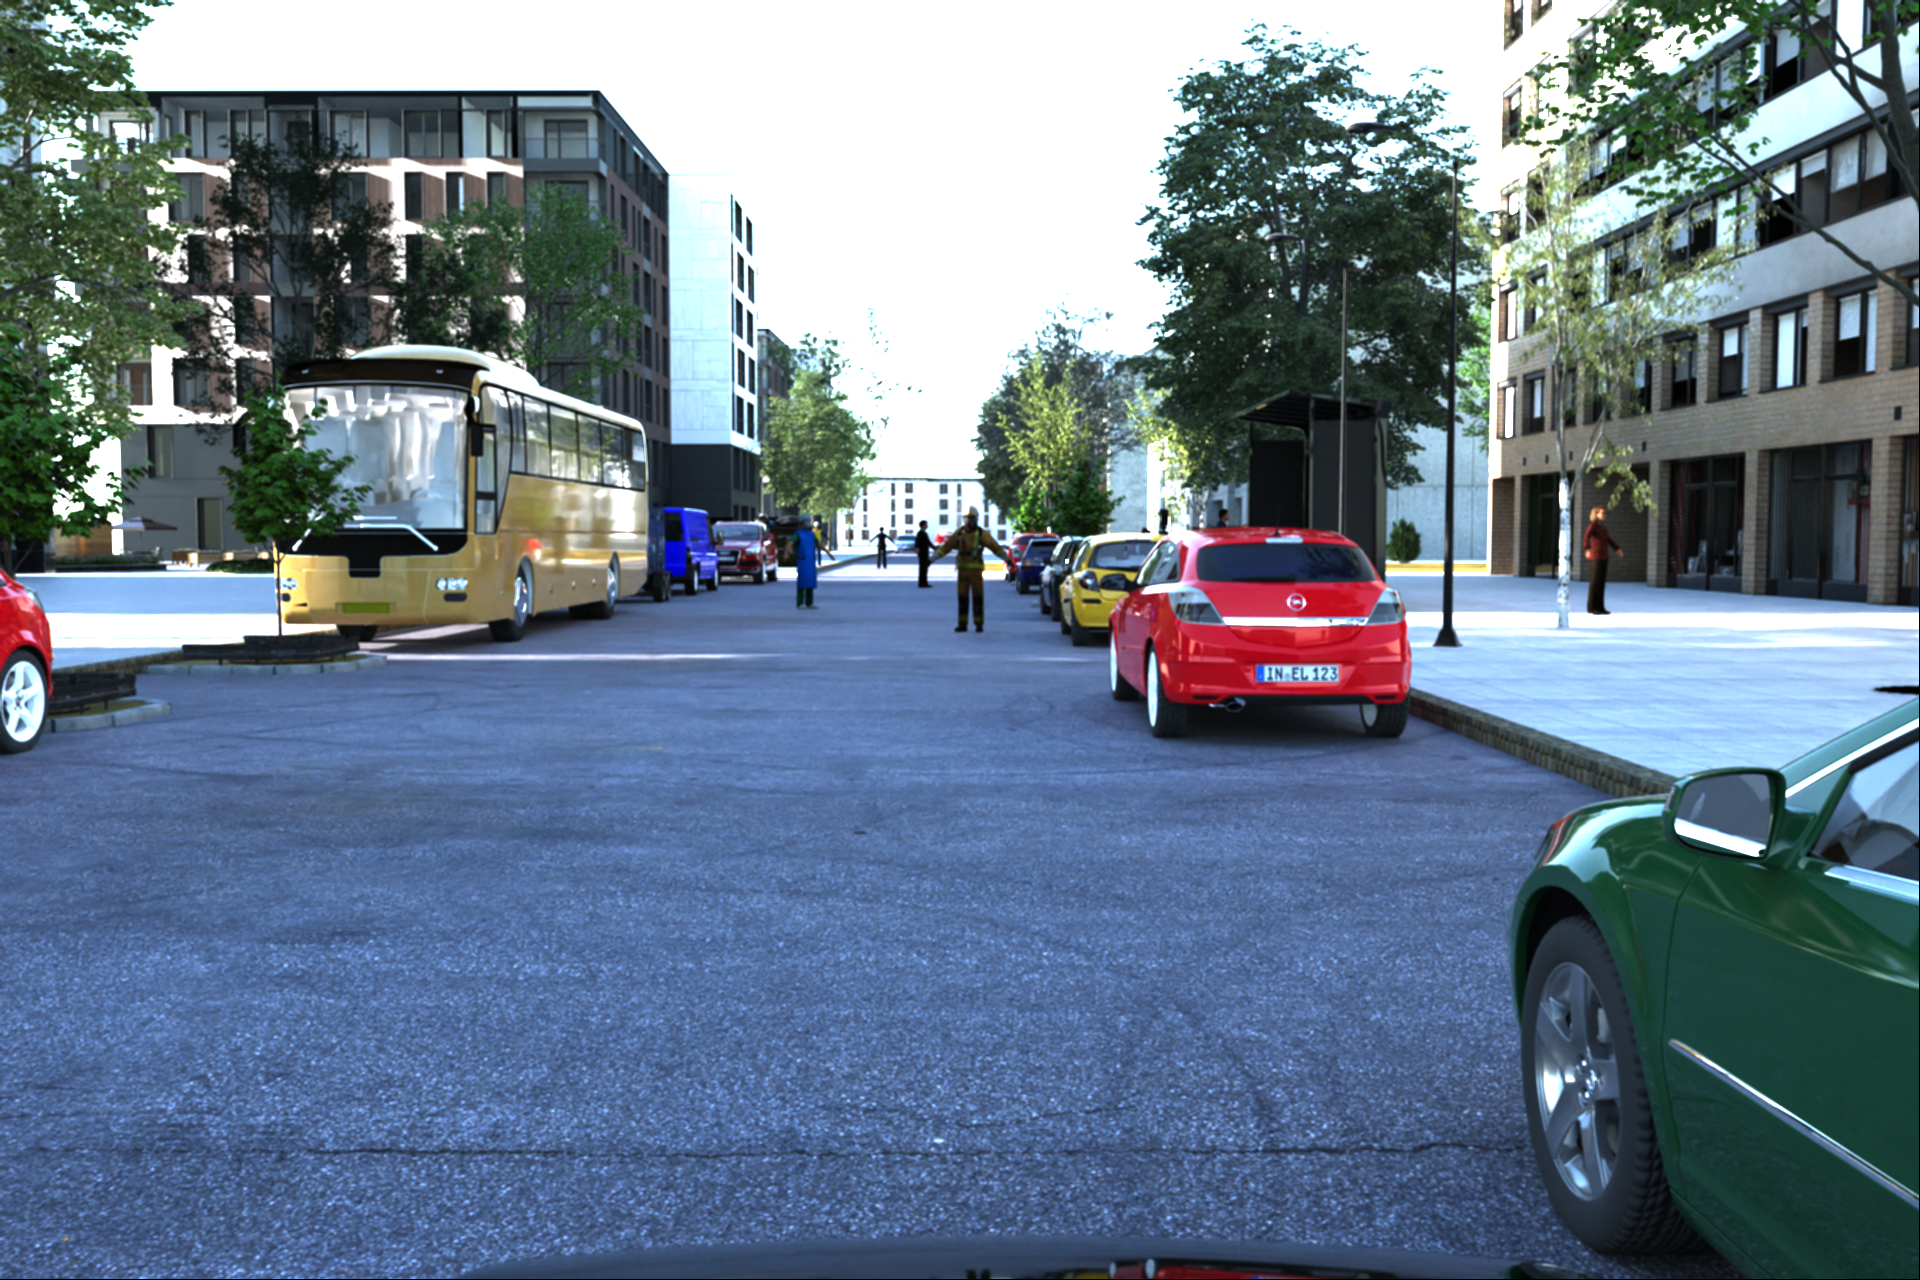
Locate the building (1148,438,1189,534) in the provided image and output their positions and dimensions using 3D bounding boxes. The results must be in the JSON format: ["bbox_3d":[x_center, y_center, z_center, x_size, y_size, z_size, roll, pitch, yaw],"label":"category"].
[{"bbox_3d":[20.894,-11.917,136.989,9.099,9.664,28.070,0,4,0],"label":"building"}]

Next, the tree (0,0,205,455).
[{"bbox_3d":[-13.473,-6.280,20.797,7.486,12.596,7.792,0,3,0],"label":"tree"}]

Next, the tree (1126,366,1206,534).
[{"bbox_3d":[8.796,-7.586,74.399,4.360,8.622,3.978,0,3,0],"label":"tree"}]

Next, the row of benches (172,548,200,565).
[{"bbox_3d":[-33.093,-3.590,74.157,1.422,0.672,4.104,-1,4,-15],"label":"row of benches"}]

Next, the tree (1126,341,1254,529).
[{"bbox_3d":[7.693,-6.454,55.882,4.737,8.622,4.395,0,3,0],"label":"tree"}]

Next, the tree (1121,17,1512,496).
[{"bbox_3d":[8.579,-8.316,42.625,9.857,13.997,8.962,0,3,0],"label":"tree"}]

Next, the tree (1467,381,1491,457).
[{"bbox_3d":[25.748,-8.495,73.303,8.767,10.594,7.601,1,4,19],"label":"tree"}]

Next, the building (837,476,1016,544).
[{"bbox_3d":[-5.120,-18.836,252.578,28.070,9.664,9.099,0,4,-6],"label":"building"}]

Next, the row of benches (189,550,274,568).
[{"bbox_3d":[-28.036,-3.177,67.402,1.422,0.672,4.104,3,4,39],"label":"row of benches"}]

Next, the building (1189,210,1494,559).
[{"bbox_3d":[24.164,-14.491,103.388,16.747,18.905,31.486,0,3,0],"label":"building"}]

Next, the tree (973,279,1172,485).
[{"bbox_3d":[5.704,-10.579,83.333,12.009,13.543,11.850,0,3,0],"label":"tree"}]

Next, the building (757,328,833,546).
[{"bbox_3d":[-29.131,-21.057,188.255,27.936,21.610,32.646,0,4,1],"label":"building"}]

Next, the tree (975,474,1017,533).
[{"bbox_3d":[4.832,-13.402,153.527,8.767,10.594,7.601,3,4,38],"label":"tree"}]

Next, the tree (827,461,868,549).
[{"bbox_3d":[-10.348,-12.296,151.403,4.737,8.622,4.395,0,3,0],"label":"tree"}]

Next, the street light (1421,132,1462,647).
[{"bbox_3d":[6.126,-2.882,19.661,1.470,5.913,1.316,0,4,0],"label":"street light"}]

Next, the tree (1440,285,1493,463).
[{"bbox_3d":[21.722,-8.472,64.269,9.928,11.665,9.643,0,3,0],"label":"tree"}]

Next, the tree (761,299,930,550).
[{"bbox_3d":[-9.277,-17.346,139.490,12.611,20.169,13.585,0,3,0],"label":"tree"}]

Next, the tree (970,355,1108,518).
[{"bbox_3d":[5.407,-12.862,116.954,9.857,13.997,8.962,0,3,0],"label":"tree"}]

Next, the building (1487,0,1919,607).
[{"bbox_3d":[26.272,-13.679,30.229,21.656,26.213,47.522,0,4,0],"label":"building"}]

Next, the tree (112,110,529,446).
[{"bbox_3d":[-13.742,-6.335,37.991,8.767,10.594,7.601,-2,4,-31],"label":"tree"}]

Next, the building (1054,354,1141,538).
[{"bbox_3d":[24.130,-22.558,212.800,27.936,21.610,32.646,0,4,0],"label":"building"}]

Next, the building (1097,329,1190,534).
[{"bbox_3d":[24.066,-21.395,180.738,19.493,23.208,18.063,0,4,0],"label":"building"}]

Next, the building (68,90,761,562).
[{"bbox_3d":[-26.993,-15.436,96.353,27.936,21.610,32.646,0,4,0],"label":"building"}]

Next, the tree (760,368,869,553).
[{"bbox_3d":[-10.182,-12.286,119.009,7.486,12.596,7.792,0,3,0],"label":"tree"}]

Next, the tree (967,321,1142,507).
[{"bbox_3d":[5.223,-11.559,99.364,12.009,13.543,11.850,0,3,0],"label":"tree"}]

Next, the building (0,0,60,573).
[{"bbox_3d":[-33.007,-15.884,39.287,16.754,29.471,25.880,0,4,-1],"label":"building"}]

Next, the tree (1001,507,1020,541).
[{"bbox_3d":[4.925,-13.036,163.503,4.737,8.622,4.395,0,3,0],"label":"tree"}]

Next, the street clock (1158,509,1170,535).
[{"bbox_3d":[5.897,-2.789,50.163,0.358,2.002,0.471,0,4,0],"label":"street clock"}]

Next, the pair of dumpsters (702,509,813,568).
[{"bbox_3d":[-7.090,-3.195,57.191,4.436,2.255,1.574,0,4,0],"label":"pair of dumpsters"}]

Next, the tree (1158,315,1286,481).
[{"bbox_3d":[11.371,-8.097,66.805,7.601,10.594,8.767,2,4,25],"label":"tree"}]

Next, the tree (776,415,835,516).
[{"bbox_3d":[-9.778,-9.614,107.554,4.360,8.622,3.978,0,3,0],"label":"tree"}]

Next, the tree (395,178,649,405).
[{"bbox_3d":[-12.759,-7.630,50.500,9.928,11.665,9.643,0,3,0],"label":"tree"}]

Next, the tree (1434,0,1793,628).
[{"bbox_3d":[8.096,-4.478,23.580,4.360,8.622,3.978,0,3,0],"label":"tree"}]

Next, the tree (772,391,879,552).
[{"bbox_3d":[-9.717,-12.333,127.392,9.928,11.665,9.643,0,3,0],"label":"tree"}]

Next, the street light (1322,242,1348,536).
[{"bbox_3d":[6.506,-3.326,26.928,1.470,5.913,1.316,0,3,0],"label":"street light"}]

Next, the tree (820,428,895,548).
[{"bbox_3d":[-10.331,-14.561,163.831,9.928,11.665,9.643,0,3,0],"label":"tree"}]

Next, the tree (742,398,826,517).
[{"bbox_3d":[-10.183,-8.808,94.366,4.360,8.622,3.978,0,3,0],"label":"tree"}]

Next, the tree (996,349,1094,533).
[{"bbox_3d":[3.527,-7.205,68.163,4.737,8.622,4.395,0,3,0],"label":"tree"}]

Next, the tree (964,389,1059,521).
[{"bbox_3d":[5.075,-13.768,131.756,9.857,13.997,8.962,0,3,0],"label":"tree"}]
